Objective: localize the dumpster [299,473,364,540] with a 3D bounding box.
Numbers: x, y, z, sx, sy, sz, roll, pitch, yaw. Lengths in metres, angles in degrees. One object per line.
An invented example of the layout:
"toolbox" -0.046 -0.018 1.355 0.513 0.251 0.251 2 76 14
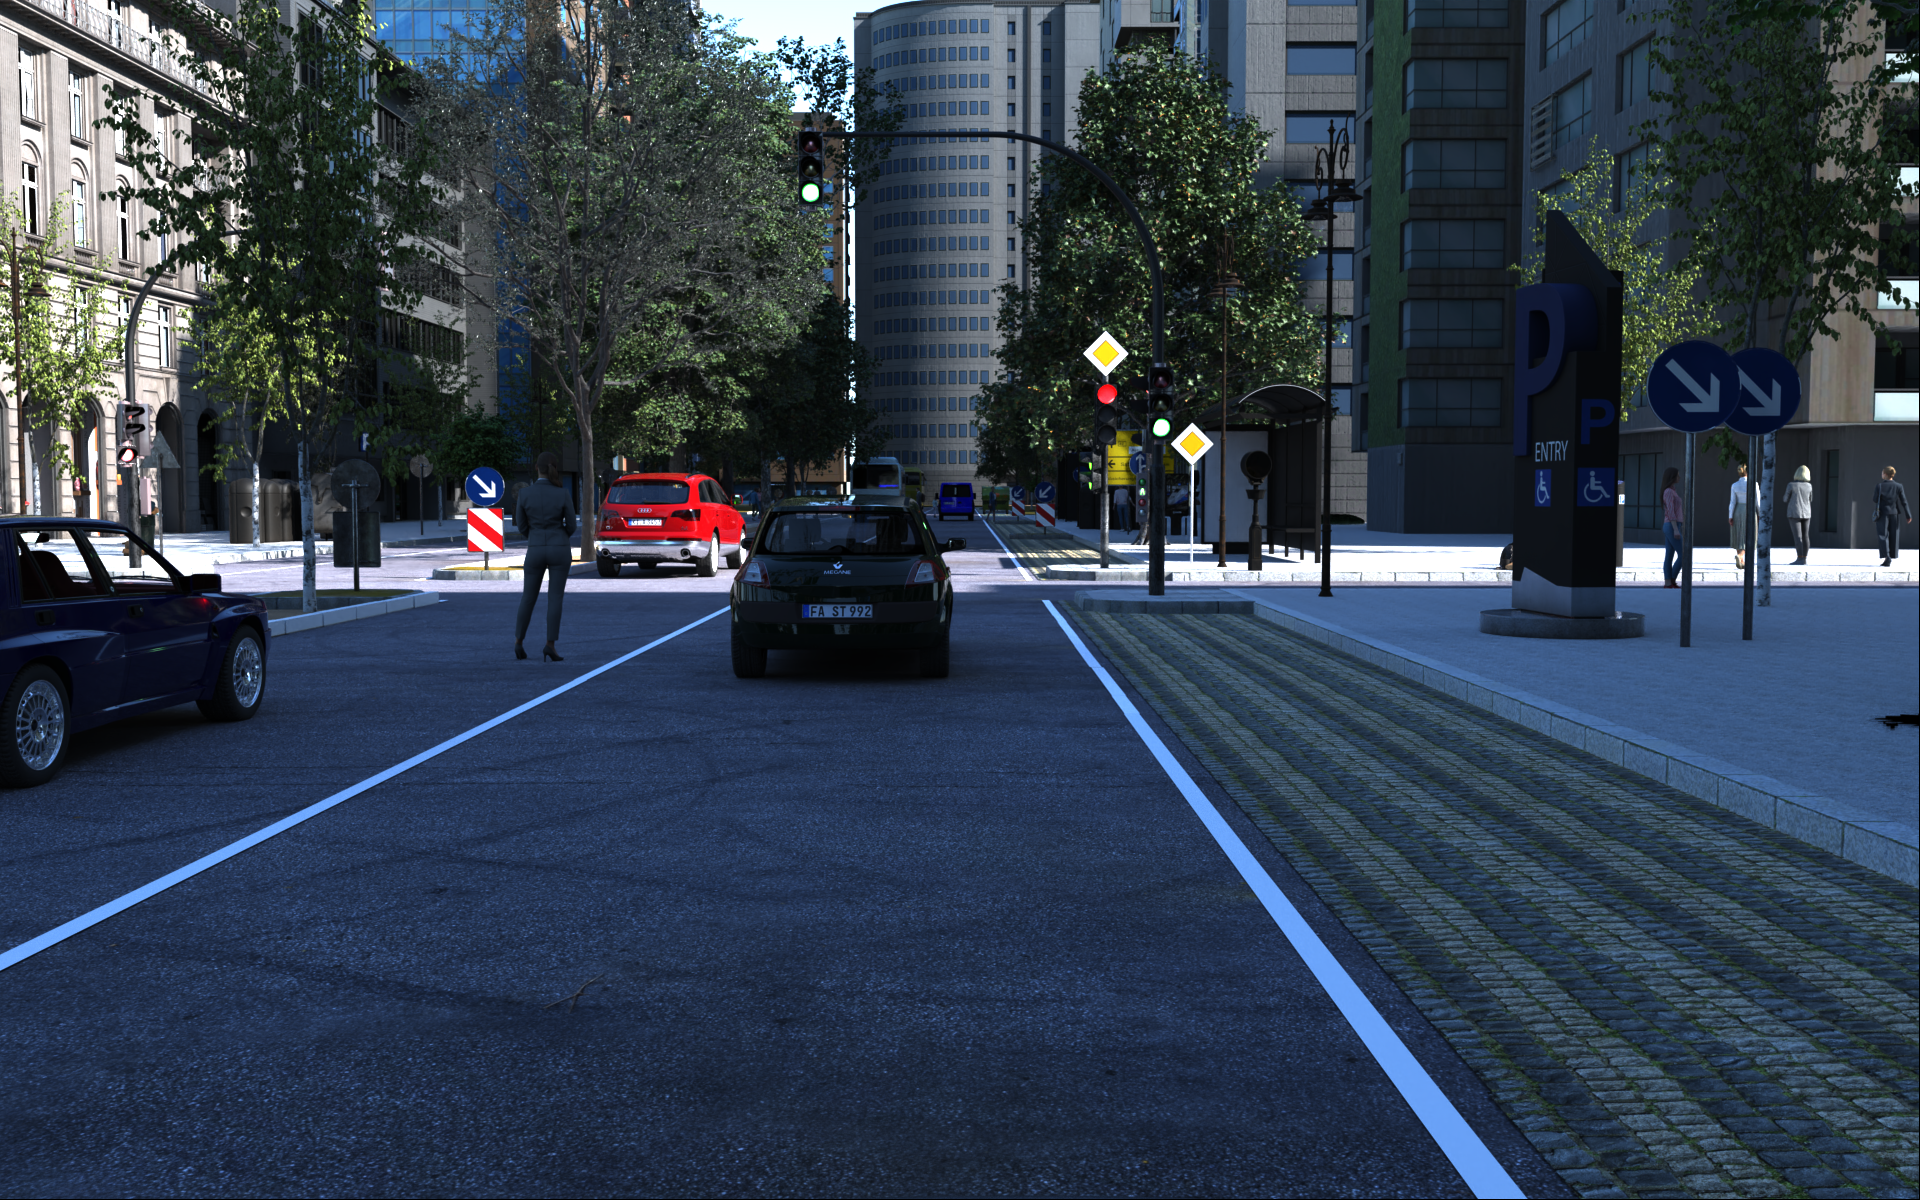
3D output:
"dumpster" -17.154 -2.543 47.329 1.264 1.857 1.865 0 4 0

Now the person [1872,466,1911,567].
"person" 16.515 -1.484 30.733 0.576 1.772 0.534 -1 4 -11

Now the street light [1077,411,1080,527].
"street light" 4.618 -5.777 67.240 0.468 5.910 1.993 0 3 0

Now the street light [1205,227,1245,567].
"street light" 4.606 -3.515 30.260 0.468 5.910 1.993 0 3 0

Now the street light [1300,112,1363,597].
"street light" 4.584 -2.981 21.532 0.468 5.910 1.993 0 3 0

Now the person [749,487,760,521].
"person" -11.011 -5.127 92.676 0.601 1.785 0.444 3 5 43

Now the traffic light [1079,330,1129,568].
"traffic light" 2.485 -2.505 29.885 0.839 4.253 0.868 0 3 0

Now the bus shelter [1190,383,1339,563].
"bus shelter" 5.926 -2.478 34.445 2.014 3.302 5.546 0 4 0

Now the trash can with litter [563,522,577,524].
"trash can with litter" -17.717 -3.939 75.464 2.233 1.210 1.678 -1 4 -22

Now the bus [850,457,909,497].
"bus" -4.289 -5.984 92.692 2.948 3.499 13.247 0 4 -1

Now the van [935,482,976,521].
"van" -0.217 -5.455 93.573 2.240 2.365 5.245 0 4 -1

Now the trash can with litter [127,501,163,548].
"trash can with litter" -17.108 -1.517 36.187 0.624 1.170 1.055 -1 4 -10

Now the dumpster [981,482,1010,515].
"dumpster" 2.466 -7.043 120.104 1.985 2.255 1.502 0 4 -1

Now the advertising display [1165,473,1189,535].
"advertising display" 6.737 -2.981 53.960 0.974 1.923 0.123 -3 4 -36

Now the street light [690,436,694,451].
"street light" -16.247 -8.068 104.697 0.468 5.910 1.993 0 3 0

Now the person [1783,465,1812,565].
"person" 15.252 -1.551 31.592 0.537 1.800 0.526 0 4 0

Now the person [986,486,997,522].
"person" 1.615 -4.820 87.333 0.581 1.822 0.654 -3 5 -40

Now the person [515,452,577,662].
"person" -3.570 -0.375 14.899 0.520 1.790 0.573 -1 4 -18

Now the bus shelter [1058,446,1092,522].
"bus shelter" 5.361 -5.604 82.916 1.731 3.624 6.357 0 3 0

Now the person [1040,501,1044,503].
"person" 7.301 -9.010 153.490 1.348 1.807 0.705 -2 4 -24

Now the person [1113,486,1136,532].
"person" 5.607 -3.177 58.655 0.731 1.740 0.598 -1 4 -17

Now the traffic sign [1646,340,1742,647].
"traffic sign" 6.089 -0.878 14.465 0.768 2.556 0.104 0 4 5

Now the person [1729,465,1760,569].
"person" 13.294 -1.414 29.391 0.641 1.798 0.478 -3 5 -42

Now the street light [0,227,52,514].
"street light" -16.377 -3.508 30.149 0.468 5.910 1.993 0 3 0

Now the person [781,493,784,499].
"person" -17.771 -10.188 172.550 0.705 1.831 1.348 -2 4 -24

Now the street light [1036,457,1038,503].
"street light" 4.645 -8.067 104.677 0.468 5.910 1.993 0 3 0

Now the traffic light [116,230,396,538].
"traffic light" -12.184 -3.380 29.932 4.771 5.953 1.251 0 3 0

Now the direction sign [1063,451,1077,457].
"direction sign" 5.639 -5.925 88.868 0.876 3.537 0.379 3 5 39

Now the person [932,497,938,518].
"person" -1.506 -5.674 105.546 0.425 1.301 0.394 2 4 27

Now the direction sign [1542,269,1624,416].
"direction sign" 6.279 -1.564 17.561 0.876 3.537 0.379 -1 4 -10

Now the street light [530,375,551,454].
"street light" -16.254 -5.775 67.201 0.468 5.910 1.993 0 3 0

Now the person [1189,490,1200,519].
"person" 11.599 -4.861 86.112 0.643 1.750 0.593 -3 4 -39

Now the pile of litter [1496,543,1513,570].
"pile of litter" 9.932 -0.949 29.486 1.719 0.858 1.176 0 4 3

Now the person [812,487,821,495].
"person" -7.744 -5.215 93.858 0.679 1.850 0.850 1 4 20

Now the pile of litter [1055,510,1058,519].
"pile of litter" 5.643 -4.715 91.052 1.719 0.858 1.176 0 4 1

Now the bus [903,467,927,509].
"bus" -4.606 -10.165 157.748 2.896 3.916 12.252 0 4 0

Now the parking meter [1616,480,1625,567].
"parking meter" 11.530 -1.357 30.602 0.372 1.533 0.369 0 3 0

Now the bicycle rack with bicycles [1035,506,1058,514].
"bicycle rack with bicycles" 5.503 -4.974 94.710 2.925 0.926 2.852 -1 4 -17

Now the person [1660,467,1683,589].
"person" 10.377 -1.020 25.189 0.388 1.821 0.555 0 4 7

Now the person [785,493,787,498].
"person" -10.243 -5.837 103.915 0.794 1.824 0.713 0 4 3

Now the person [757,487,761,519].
"person" -11.680 -5.638 100.697 0.388 1.821 0.555 3 5 43

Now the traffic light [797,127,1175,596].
"traffic light" 0.378 -2.880 21.763 4.771 5.953 1.251 0 3 0

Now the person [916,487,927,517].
"person" -2.365 -5.653 100.888 0.822 1.834 0.622 0 4 0
